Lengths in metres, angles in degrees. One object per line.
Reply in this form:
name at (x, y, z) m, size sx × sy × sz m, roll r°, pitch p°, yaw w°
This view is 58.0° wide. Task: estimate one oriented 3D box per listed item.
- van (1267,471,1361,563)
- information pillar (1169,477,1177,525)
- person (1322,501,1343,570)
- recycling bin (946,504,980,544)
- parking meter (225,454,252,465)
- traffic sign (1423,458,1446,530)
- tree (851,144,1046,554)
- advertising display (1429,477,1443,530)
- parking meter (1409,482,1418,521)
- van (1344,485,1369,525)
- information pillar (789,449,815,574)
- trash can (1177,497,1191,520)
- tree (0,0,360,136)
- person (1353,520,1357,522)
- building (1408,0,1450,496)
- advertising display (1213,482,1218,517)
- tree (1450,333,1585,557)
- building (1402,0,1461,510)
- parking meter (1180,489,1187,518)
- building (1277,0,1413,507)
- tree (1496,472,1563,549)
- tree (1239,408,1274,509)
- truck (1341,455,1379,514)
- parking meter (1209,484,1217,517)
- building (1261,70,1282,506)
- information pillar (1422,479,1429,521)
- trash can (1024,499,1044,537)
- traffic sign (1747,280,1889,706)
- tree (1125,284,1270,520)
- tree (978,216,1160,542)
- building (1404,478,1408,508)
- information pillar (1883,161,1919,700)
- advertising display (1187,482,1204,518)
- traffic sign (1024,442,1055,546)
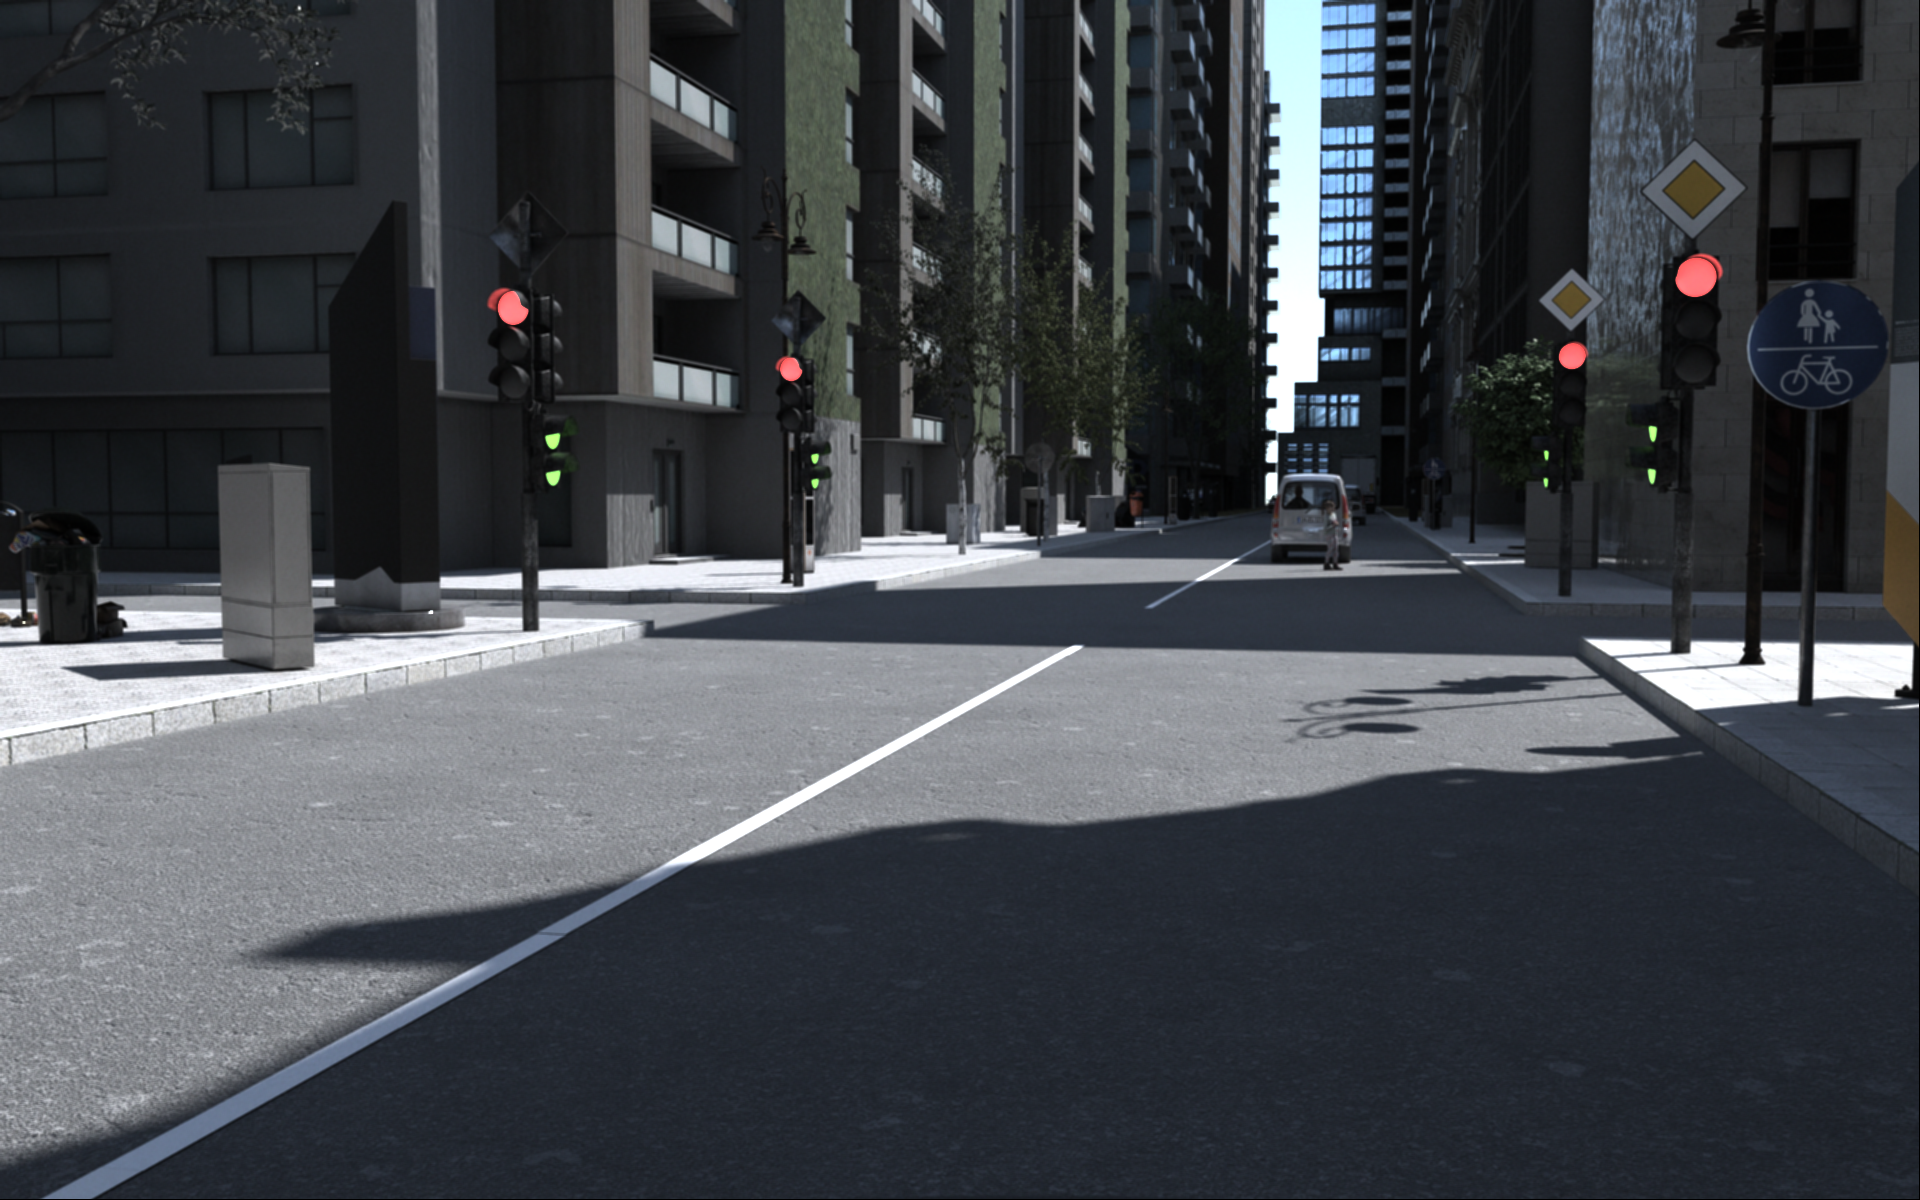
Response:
van at (7.640, -1.864, 37.495) m, size 2.013 × 2.044 × 4.112 m, roll 1°, pitch 4°, yaw 13°
information pillar at (8.953, -4.182, 72.873) m, size 0.304 × 2.012 × 0.304 m, roll 0°, pitch 4°, yaw -2°
person at (7.007, -1.210, 32.564) m, size 0.394 × 1.301 × 0.425 m, roll 2°, pitch 4°, yaw 27°
recycling bin at (0.085, -1.963, 44.642) m, size 0.722 × 1.027 × 0.722 m, roll 1°, pitch 4°, yaw 17°
parking meter at (-10.598, -1.207, 25.450) m, size 0.399 × 1.863 × 0.255 m, roll -2°, pitch 4°, yaw -25°
traffic sign at (16.754, -3.737, 61.200) m, size 0.768 × 2.556 × 0.104 m, roll 1°, pitch 4°, yaw 19°
tree at (-0.040, -5.262, 36.391) m, size 4.360 × 8.622 × 3.978 m, roll 0°, pitch 3°, yaw 0°
advertising display at (17.205, -3.511, 62.615) m, size 0.123 × 1.923 × 0.974 m, roll 2°, pitch 4°, yaw 35°
parking meter at (21.277, -4.623, 81.303) m, size 0.399 × 1.863 × 0.255 m, roll 2°, pitch 4°, yaw 26°
van at (18.033, -4.506, 80.687) m, size 2.013 × 2.044 × 4.112 m, roll 1°, pitch 4°, yaw 12°
information pillar at (-2.561, -1.440, 28.034) m, size 0.304 × 2.012 × 0.304 m, roll 2°, pitch 4°, yaw 27°
trash can at (10.895, -4.444, 84.319) m, size 0.748 × 1.137 × 0.748 m, roll 0°, pitch 3°, yaw 0°
tree at (-6.135, -6.058, 9.427) m, size 12.009 × 13.543 × 11.850 m, roll 0°, pitch 3°, yaw 0°
person at (19.784, -4.840, 87.726) m, size 0.635 × 1.810 × 0.391 m, roll 2°, pitch 4°, yaw 26°
building at (44.510, -30.741, 122.227) m, size 23.786 × 49.044 × 30.456 m, roll 1°, pitch 4°, yaw 13°
advertising display at (14.208, -5.571, 96.299) m, size 0.123 × 1.923 × 0.974 m, roll 0°, pitch 4°, yaw -1°
tree at (11.789, -3.174, 35.606) m, size 4.285 × 4.588 × 4.351 m, roll 0°, pitch 3°, yaw 0°
building at (44.834, -30.276, 145.127) m, size 14.600 × 45.320 × 14.200 m, roll 1°, pitch 4°, yaw 13°
parking meter at (11.667, -5.016, 90.423) m, size 0.372 × 1.533 × 0.369 m, roll 0°, pitch 3°, yaw 0°
building at (50.689, -53.392, 185.623) m, size 31.000 × 86.520 × 22.319 m, roll 1°, pitch 4°, yaw 13°
tree at (13.528, -2.815, 40.621) m, size 1.663 × 3.219 × 1.824 m, roll 0°, pitch 3°, yaw 0°
tree at (24.585, -11.934, 145.482) m, size 4.360 × 8.622 × 3.978 m, roll 0°, pitch 3°, yaw 0°
truck at (29.825, -8.591, 129.374) m, size 2.839 × 4.237 × 11.283 m, roll 1°, pitch 4°, yaw 14°
parking meter at (13.945, -5.495, 95.553) m, size 0.255 × 1.863 × 0.399 m, roll -2°, pitch 4°, yaw -33°
building at (20.351, -35.119, 193.800) m, size 30.456 × 49.044 × 23.786 m, roll 1°, pitch 4°, yaw 13°
information pillar at (22.089, -4.755, 82.235) m, size 0.304 × 2.012 × 0.304 m, roll 1°, pitch 4°, yaw 12°
trash can at (2.308, -2.496, 52.469) m, size 0.748 × 1.137 × 0.748 m, roll 0°, pitch 3°, yaw 0°
traffic sign at (5.125, -0.631, 10.425) m, size 0.768 × 2.556 × 0.104 m, roll 1°, pitch 4°, yaw 18°
tree at (11.854, -9.891, 87.471) m, size 9.928 × 11.665 × 9.643 m, roll 0°, pitch 3°, yaw 0°
tree at (2.536, -5.869, 46.322) m, size 4.737 × 8.622 × 4.395 m, roll 0°, pitch 3°, yaw 0°
building at (48.238, -29.074, 158.956) m, size 14.154 × 41.232 × 14.086 m, roll 1°, pitch 4°, yaw 13°
information pillar at (6.042, -1.190, 10.818) m, size 0.183 × 3.616 × 0.504 m, roll -1°, pitch 4°, yaw -19°
advertising display at (12.809, -5.450, 94.322) m, size 0.974 × 1.923 × 0.123 m, roll 2°, pitch 4°, yaw 30°
traffic sign at (1.949, -2.605, 42.696) m, size 0.768 × 2.556 × 0.104 m, roll 1°, pitch 4°, yaw 15°
